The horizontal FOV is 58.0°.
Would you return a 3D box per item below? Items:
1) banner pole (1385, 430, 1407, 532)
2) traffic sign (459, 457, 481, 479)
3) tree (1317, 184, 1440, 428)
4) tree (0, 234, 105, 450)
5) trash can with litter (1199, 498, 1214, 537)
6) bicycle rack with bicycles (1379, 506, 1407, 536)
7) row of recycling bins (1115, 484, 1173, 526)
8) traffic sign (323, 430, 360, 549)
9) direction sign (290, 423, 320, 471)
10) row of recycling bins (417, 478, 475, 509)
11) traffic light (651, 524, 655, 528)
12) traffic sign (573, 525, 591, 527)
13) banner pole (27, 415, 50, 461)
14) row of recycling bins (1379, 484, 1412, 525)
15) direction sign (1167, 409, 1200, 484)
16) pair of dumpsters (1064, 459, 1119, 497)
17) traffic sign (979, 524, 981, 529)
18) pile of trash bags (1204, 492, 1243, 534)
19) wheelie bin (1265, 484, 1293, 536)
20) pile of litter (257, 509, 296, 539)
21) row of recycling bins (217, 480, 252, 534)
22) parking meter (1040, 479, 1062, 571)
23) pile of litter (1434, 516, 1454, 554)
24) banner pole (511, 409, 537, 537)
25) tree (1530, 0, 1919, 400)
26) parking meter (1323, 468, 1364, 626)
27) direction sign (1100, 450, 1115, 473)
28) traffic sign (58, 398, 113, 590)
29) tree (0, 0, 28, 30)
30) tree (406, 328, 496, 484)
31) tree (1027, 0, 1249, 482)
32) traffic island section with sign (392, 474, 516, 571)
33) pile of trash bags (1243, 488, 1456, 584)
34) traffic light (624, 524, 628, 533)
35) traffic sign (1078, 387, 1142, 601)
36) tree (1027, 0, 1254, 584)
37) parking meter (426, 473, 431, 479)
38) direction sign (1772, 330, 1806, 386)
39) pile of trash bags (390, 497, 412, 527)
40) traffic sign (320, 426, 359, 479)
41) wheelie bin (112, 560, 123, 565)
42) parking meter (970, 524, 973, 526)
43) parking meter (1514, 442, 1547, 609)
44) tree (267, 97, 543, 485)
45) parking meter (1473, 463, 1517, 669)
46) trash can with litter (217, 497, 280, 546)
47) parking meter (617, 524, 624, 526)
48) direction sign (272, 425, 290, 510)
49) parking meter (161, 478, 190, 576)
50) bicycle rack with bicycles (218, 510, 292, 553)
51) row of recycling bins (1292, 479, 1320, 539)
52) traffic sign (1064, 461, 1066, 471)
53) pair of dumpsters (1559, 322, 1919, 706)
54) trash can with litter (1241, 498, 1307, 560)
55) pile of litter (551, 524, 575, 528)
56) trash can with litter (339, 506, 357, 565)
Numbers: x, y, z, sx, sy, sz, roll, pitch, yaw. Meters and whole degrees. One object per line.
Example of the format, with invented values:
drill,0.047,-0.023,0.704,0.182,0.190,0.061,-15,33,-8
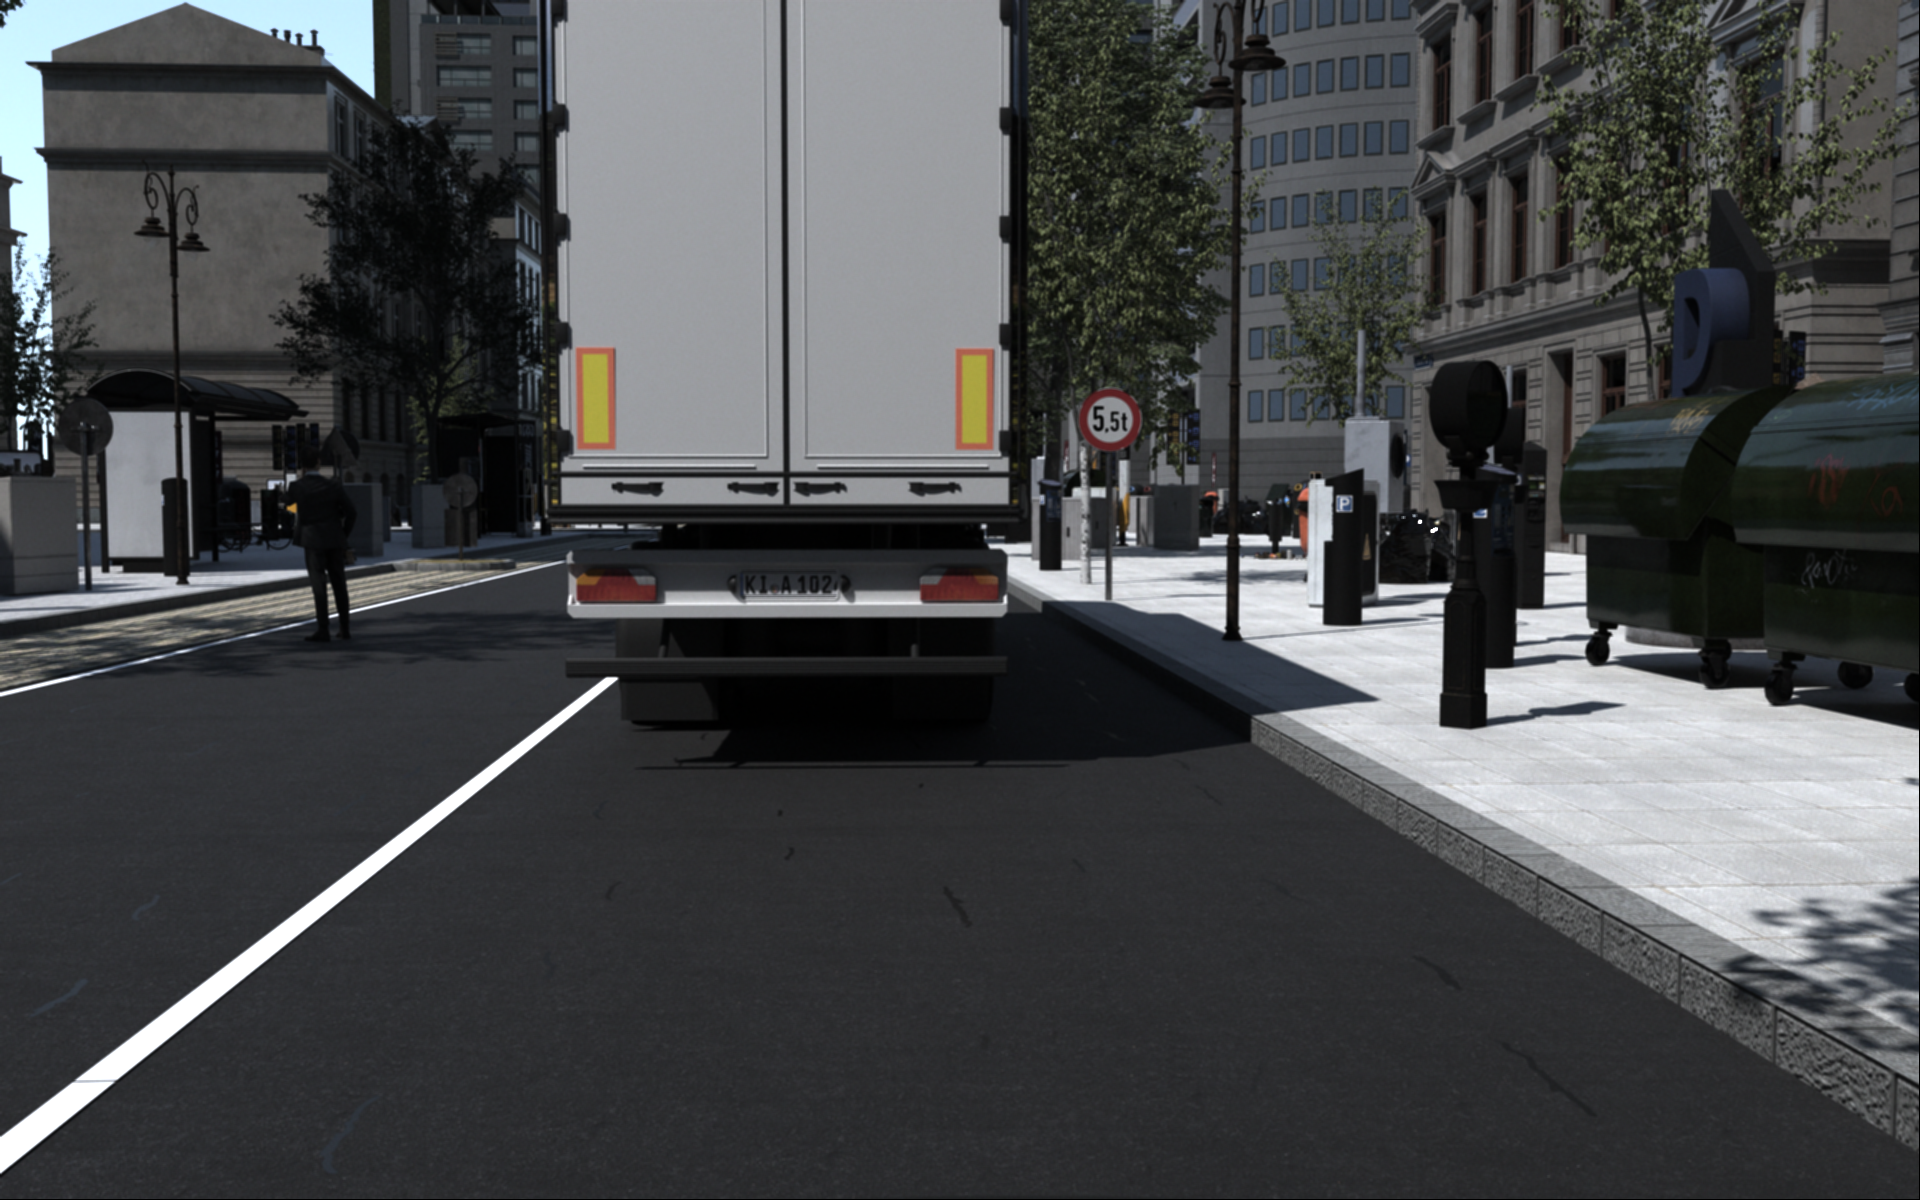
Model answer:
banner pole,14.847,-4.229,59.160,0.863,3.779,0.401,0,4,5
traffic sign,-13.457,-2.781,47.597,0.606,2.300,0.079,0,4,3
tree,9.290,-5.518,40.586,4.737,8.622,4.395,0,3,0
tree,-27.005,-6.091,49.950,4.737,8.622,4.395,0,3,0
trash can with litter,7.199,-2.441,51.297,0.624,1.170,1.055,0,4,5
bicycle rack with bicycles,13.197,-2.361,51.986,2.925,0.926,2.852,3,5,45
row of recycling bins,7.310,-3.788,69.050,3.534,1.692,1.069,3,5,41
traffic sign,-12.333,-2.106,34.535,0.768,2.556,0.104,0,4,4
direction sign,-20.837,-3.878,55.409,0.876,3.537,0.379,1,4,21
row of recycling bins,-13.326,-2.296,44.646,1.069,1.692,3.534,-2,4,-29
traffic light,-11.587,-4.675,65.350,0.839,4.253,0.868,0,4,-4
traffic sign,-14.892,-4.540,68.099,2.265,3.308,0.079,0,4,3
banner pole,-28.528,-3.901,53.799,0.401,3.779,0.863,3,5,40
row of recycling bins,18.260,-3.807,69.361,3.534,1.692,1.069,0,4,-6
direction sign,5.947,-3.315,46.193,0.876,3.537,0.379,1,4,9
pair of dumpsters,3.447,-2.839,48.916,1.574,2.255,4.437,0,4,-3
traffic sign,0.627,-3.328,54.511,0.768,2.556,0.104,0,4,3
pile of trash bags,9.699,-2.824,55.933,1.912,1.369,3.447,3,5,44
wheelie bin,9.716,-2.735,52.627,0.693,1.594,0.980,-3,5,-41
pile of litter,-19.370,-2.205,50.024,1.719,0.858,1.176,1,4,13
row of recycling bins,-22.417,-2.792,52.770,1.069,1.692,3.534,-2,4,-33
parking meter,1.526,-1.268,29.135,0.372,1.533,0.369,0,3,0
pile of litter,9.483,-1.199,33.566,1.176,0.858,1.719,0,4,2
banner pole,-12.960,-3.758,51.457,0.863,3.779,0.401,-3,4,-38
tree,8.573,-4.295,20.579,4.737,8.622,4.395,0,3,0
parking meter,3.754,-0.523,16.959,0.372,1.533,0.369,0,3,0
direction sign,6.270,-4.994,73.645,0.876,3.537,0.379,-3,5,-41
traffic sign,-11.642,-1.404,23.063,0.768,2.556,0.104,0,4,5
tree,-10.859,-5.338,13.030,9.928,11.665,9.643,0,3,0
tree,-22.879,-7.767,77.355,4.737,8.622,4.395,0,3,0
tree,2.275,-7.176,35.459,7.486,12.596,7.792,0,3,0
traffic island section with sign,-9.535,-1.482,32.864,1.989,1.847,2.006,0,4,-4
pile of trash bags,5.827,-0.935,25.047,1.912,1.369,3.447,3,4,39
traffic light,-11.074,-4.187,57.382,0.839,4.253,0.868,0,4,-4
traffic sign,1.792,-1.265,20.795,0.768,2.556,0.104,0,4,-2
tree,1.893,-4.518,24.233,4.737,8.622,4.395,0,3,0
parking meter,-14.833,-2.625,48.635,0.255,1.863,0.399,-1,4,-9
direction sign,11.431,-1.962,24.073,0.876,3.537,0.379,-2,4,-31
pile of trash bags,-21.134,-3.562,67.985,3.447,1.369,1.912,0,4,-5
traffic sign,-12.009,-2.038,33.326,0.884,2.594,0.081,0,4,-1
wheelie bin,-15.062,-1.436,31.389,0.693,1.594,0.980,0,4,4
parking meter,0.337,-2.933,56.365,0.372,1.533,0.369,0,3,0
parking meter,6.350,-0.834,19.345,0.255,1.863,0.399,0,4,-6
tree,-13.072,-6.576,41.931,8.767,10.594,7.601,3,5,40
parking meter,3.927,-0.271,12.850,0.372,1.533,0.369,0,3,0
trash can with litter,-18.134,-1.976,43.359,2.233,1.210,1.678,1,4,18
parking meter,-13.718,-3.942,70.170,0.399,1.863,0.255,1,4,8
direction sign,-22.256,-3.983,57.121,0.379,3.537,0.876,2,4,32
parking meter,-12.266,-1.142,27.086,0.372,1.533,0.369,0,3,0
bicycle rack with bicycles,-16.844,-1.558,38.851,2.925,0.926,2.852,0,4,-2
row of recycling bins,10.029,-2.543,48.690,1.069,1.692,3.534,0,4,3
traffic sign,2.943,-3.106,52.918,0.606,2.300,0.079,0,4,4
pair of dumpsters,5.434,-0.515,10.913,1.574,2.255,4.437,0,4,-4
trash can with litter,6.494,-1.450,34.767,1.678,1.210,2.233,1,4,18
pile of litter,-15.179,-3.161,65.643,1.176,0.858,1.719,-1,4,-12
trash can with litter,-11.253,-1.200,31.014,0.624,1.170,1.055,0,4,2
